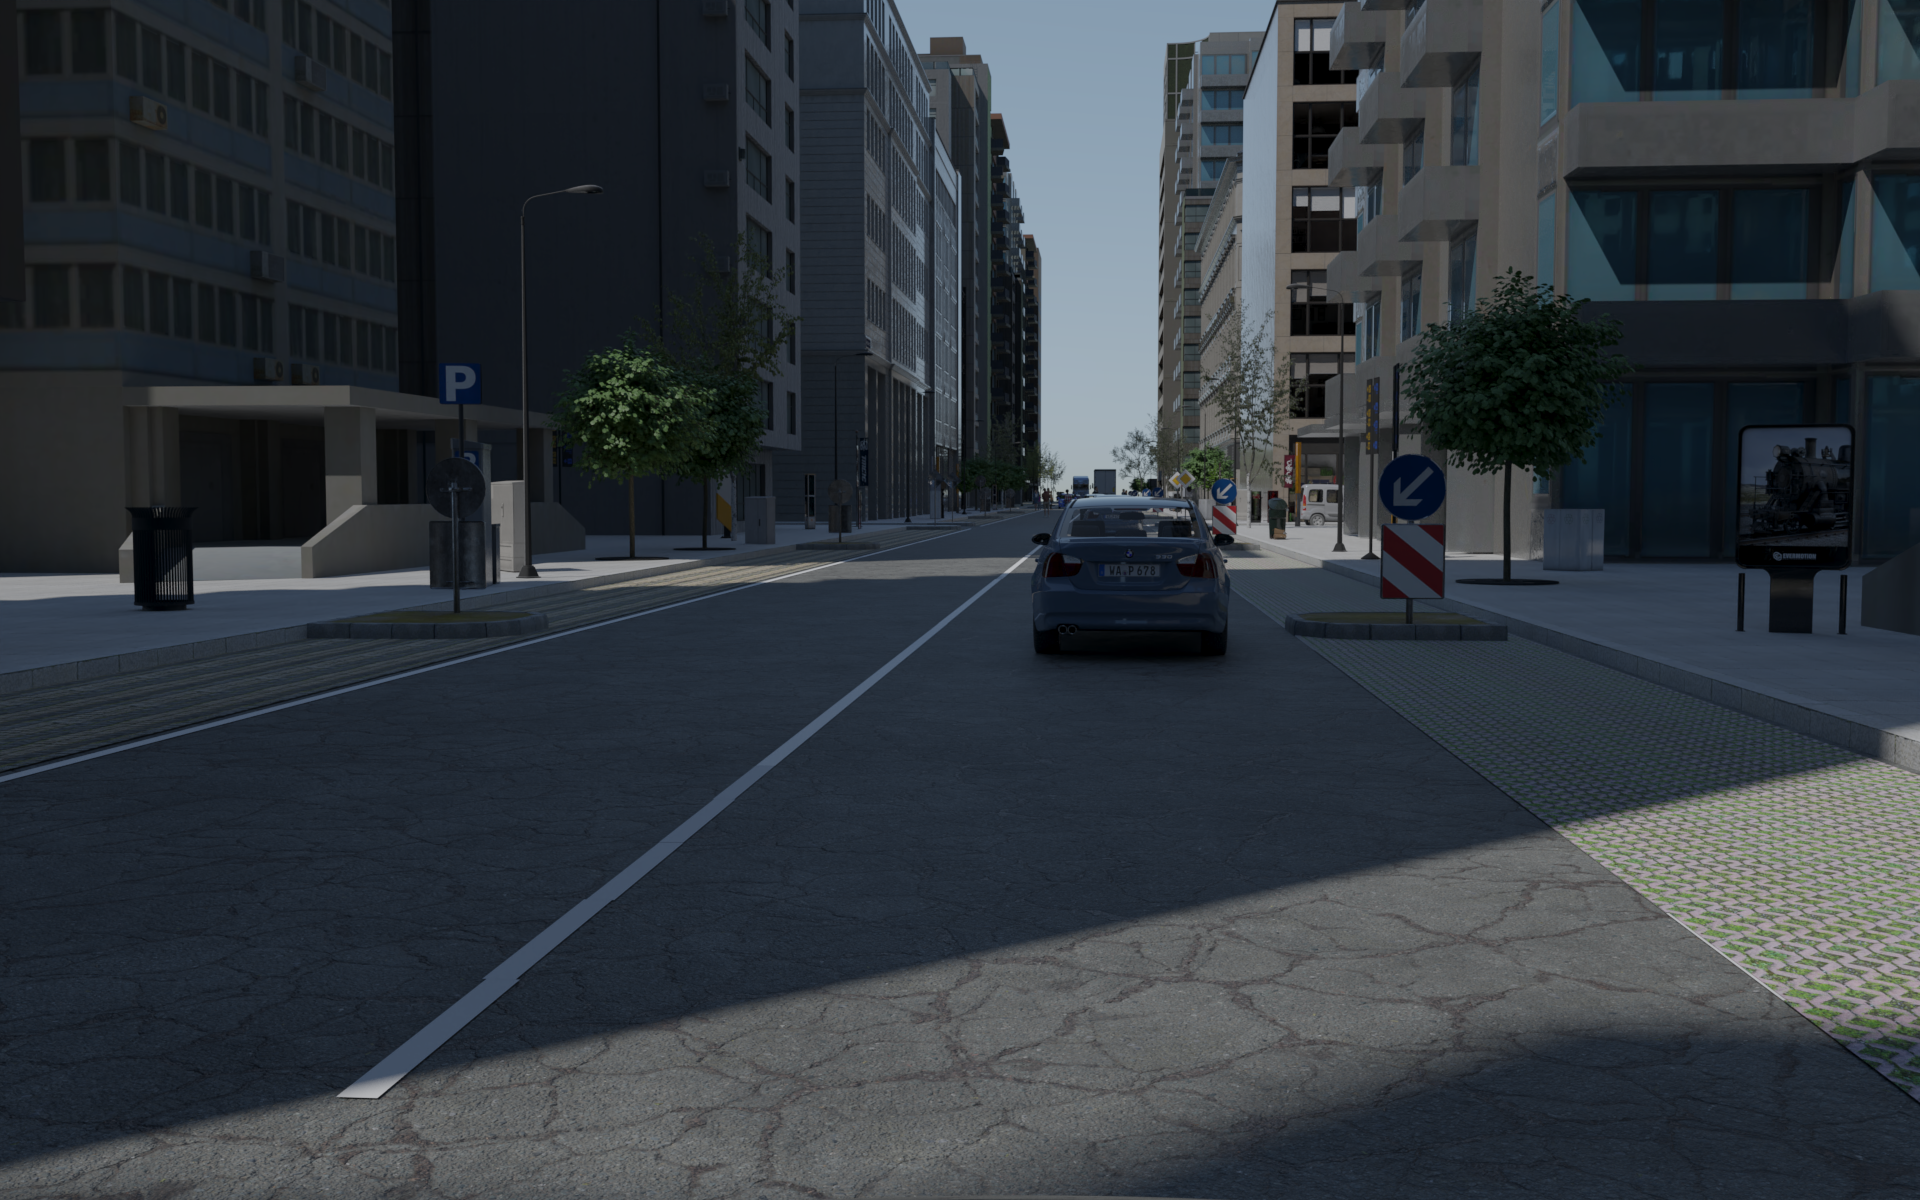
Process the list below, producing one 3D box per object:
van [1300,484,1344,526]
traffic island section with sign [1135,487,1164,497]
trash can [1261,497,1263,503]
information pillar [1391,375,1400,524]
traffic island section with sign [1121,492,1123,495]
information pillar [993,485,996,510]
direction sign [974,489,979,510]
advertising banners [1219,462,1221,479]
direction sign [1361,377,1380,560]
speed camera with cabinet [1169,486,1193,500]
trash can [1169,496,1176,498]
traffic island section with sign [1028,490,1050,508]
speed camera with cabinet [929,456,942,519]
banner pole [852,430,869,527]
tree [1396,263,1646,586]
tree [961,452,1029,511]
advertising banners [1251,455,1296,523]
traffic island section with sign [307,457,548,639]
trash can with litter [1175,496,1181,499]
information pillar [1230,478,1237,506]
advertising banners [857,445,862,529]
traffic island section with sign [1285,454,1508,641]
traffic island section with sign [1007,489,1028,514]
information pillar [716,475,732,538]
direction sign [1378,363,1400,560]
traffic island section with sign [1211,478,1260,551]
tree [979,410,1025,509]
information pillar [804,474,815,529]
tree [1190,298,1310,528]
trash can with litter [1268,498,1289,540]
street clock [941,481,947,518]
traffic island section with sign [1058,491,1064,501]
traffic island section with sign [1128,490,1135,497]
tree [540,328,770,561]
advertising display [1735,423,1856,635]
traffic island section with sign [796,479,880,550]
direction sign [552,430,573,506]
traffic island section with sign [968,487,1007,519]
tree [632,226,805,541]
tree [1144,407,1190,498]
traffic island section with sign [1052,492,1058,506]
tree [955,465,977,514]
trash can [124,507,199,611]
[{"bbox_3d":[16.339,-4.042,73.098,4.112,2.044,2.013,0,4,3],"label":"van"},{"bbox_3d":[11.205,-5.538,99.167,1.989,1.847,2.006,0,4,5],"label":"traffic island section with sign"},{"bbox_3d":[13.474,-4.130,79.174,0.748,1.137,0.748,0,3,0],"label":"trash can"},{"bbox_3d":[8.527,-2.602,33.904,0.183,3.616,0.504,1,4,18],"label":"information pillar"},{"bbox_3d":[17.643,-10.241,176.072,1.989,1.847,2.006,0,4,5],"label":"traffic island section with sign"},{"bbox_3d":[2.758,-8.185,138.313,0.304,2.012,0.304,0,3,0],"label":"information pillar"},{"bbox_3d":[1.365,-9.231,142.915,0.876,3.537,0.379,-1,4,-12],"label":"direction sign"},{"bbox_3d":[14.035,-6.007,94.408,0.090,3.025,2.074,1,4,18],"label":"advertising banners"},{"bbox_3d":[8.076,-2.567,33.960,0.379,3.537,0.876,0,4,-1],"label":"direction sign"},{"bbox_3d":[19.047,-9.481,149.350,2.038,3.252,0.660,-2,4,-25],"label":"speed camera with cabinet"},{"bbox_3d":[16.024,-7.251,130.201,0.748,1.137,0.748,0,3,0],"label":"trash can"},{"bbox_3d":[7.895,-10.285,176.785,1.989,1.847,2.006,0,4,5],"label":"traffic island section with sign"},{"bbox_3d":[-1.259,-5.819,89.476,0.660,3.252,2.038,0,4,0],"label":"speed camera with cabinet"},{"bbox_3d":[-3.857,-4.743,67.558,0.863,3.779,0.401,3,5,40],"label":"banner pole"},{"bbox_3d":[7.975,-2.516,24.843,4.285,4.588,4.351,0,3,0],"label":"tree"},{"bbox_3d":[3.015,-9.951,146.419,4.285,4.588,4.351,0,3,0],"label":"tree"},{"bbox_3d":[13.864,-4.934,76.866,2.074,3.025,0.090,0,4,-4],"label":"advertising banners"},{"bbox_3d":[-5.393,-0.570,17.947,1.989,1.847,2.006,0,4,5],"label":"traffic island section with sign"},{"bbox_3d":[15.697,-6.999,125.814,0.624,1.170,1.055,-1,4,-16],"label":"trash can with litter"},{"bbox_3d":[12.770,-4.667,80.801,0.304,2.012,0.304,1,4,12],"label":"information pillar"},{"bbox_3d":[-3.682,-4.099,63.205,0.090,3.025,2.074,0,4,1],"label":"advertising banners"},{"bbox_3d":[4.399,-0.561,17.795,1.989,1.847,2.006,0,4,5],"label":"traffic island section with sign"},{"bbox_3d":[3.772,-7.272,127.525,1.989,1.847,2.006,0,4,5],"label":"traffic island section with sign"},{"bbox_3d":[-6.819,-3.593,50.105,0.504,3.616,0.183,-3,4,-38],"label":"information pillar"},{"bbox_3d":[7.630,-2.348,30.385,0.379,3.537,0.876,1,4,9],"label":"direction sign"},{"bbox_3d":[6.651,-2.204,44.656,1.989,1.847,2.006,0,4,5],"label":"traffic island section with sign"},{"bbox_3d":[3.679,-12.276,151.073,4.360,8.622,3.978,0,3,0],"label":"tree"},{"bbox_3d":[-5.458,-3.579,63.002,0.304,2.012,0.304,-2,4,-30],"label":"information pillar"},{"bbox_3d":[10.881,-6.995,64.729,4.360,8.622,3.978,0,3,0],"label":"tree"},{"bbox_3d":[9.069,-2.300,48.990,0.624,1.170,1.055,0,4,0],"label":"trash can with litter"},{"bbox_3d":[-0.959,-5.292,91.097,0.471,2.002,0.358,-3,5,-39],"label":"street clock"},{"bbox_3d":[14.800,-15.323,259.151,1.989,1.847,2.006,0,4,5],"label":"traffic island section with sign"},{"bbox_3d":[13.507,-7.216,126.610,1.989,1.847,2.006,0,4,5],"label":"traffic island section with sign"},{"bbox_3d":[-6.509,-3.068,33.873,4.285,4.588,4.351,0,3,0],"label":"tree"},{"bbox_3d":[7.678,-0.657,15.958,0.974,1.923,0.123,2,4,24],"label":"advertising display"},{"bbox_3d":[-3.126,-2.226,45.022,1.989,1.847,2.006,0,4,5],"label":"traffic island section with sign"},{"bbox_3d":[-11.534,-3.543,49.932,0.379,3.537,0.876,3,5,43],"label":"direction sign"},{"bbox_3d":[1.515,-5.619,100.491,1.989,1.847,2.006,0,4,5],"label":"traffic island section with sign"},{"bbox_3d":[-6.415,-5.919,47.132,4.737,8.622,4.395,0,3,0],"label":"tree"},{"bbox_3d":[17.454,-11.925,145.340,4.360,8.622,3.978,0,3,0],"label":"tree"},{"bbox_3d":[10.205,-11.973,204.382,1.989,1.847,2.006,0,4,5],"label":"traffic island section with sign"},{"bbox_3d":[0.376,-7.337,114.555,1.663,3.219,1.824,0,3,0],"label":"tree"},{"bbox_3d":[-8.816,-0.459,19.163,0.748,1.137,0.748,0,3,0],"label":"trash can"}]
